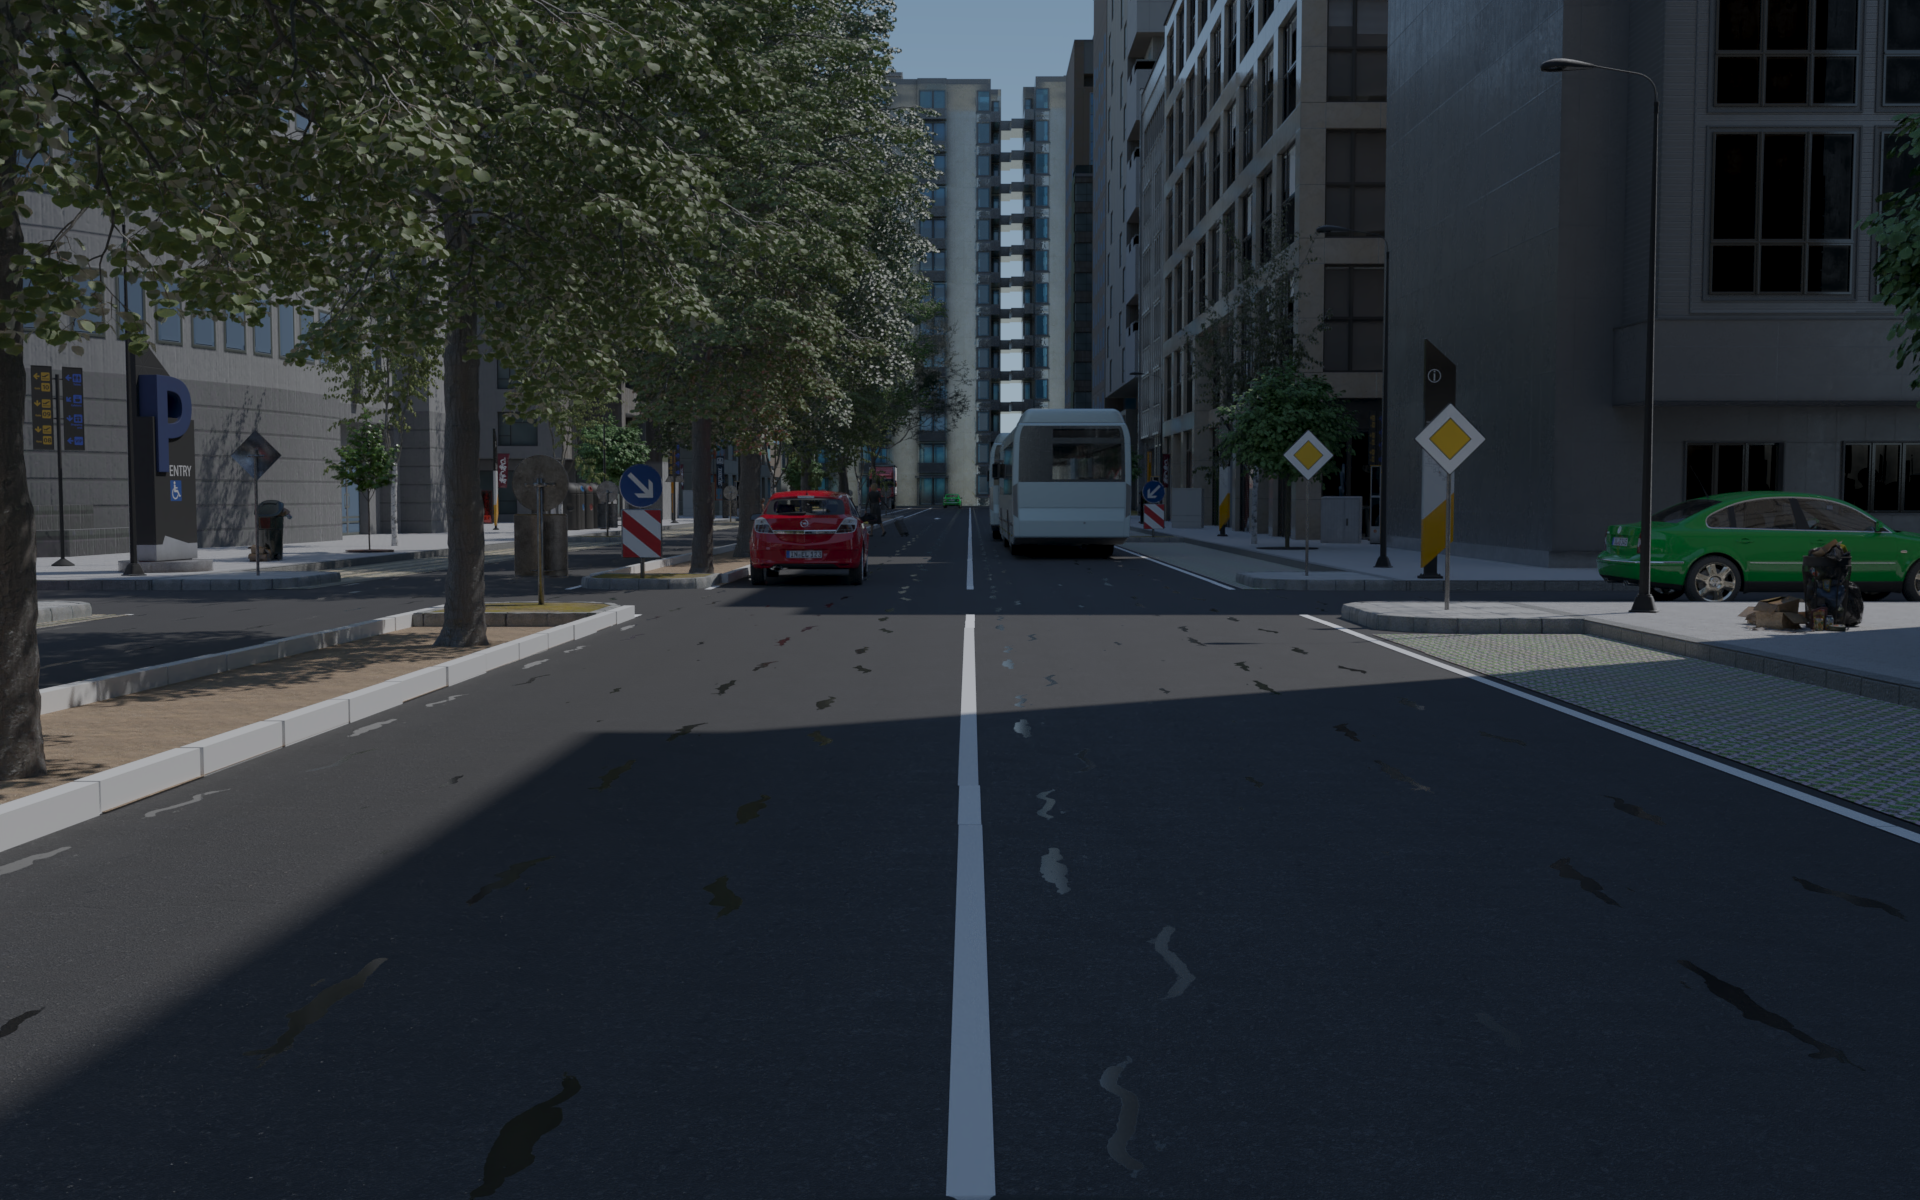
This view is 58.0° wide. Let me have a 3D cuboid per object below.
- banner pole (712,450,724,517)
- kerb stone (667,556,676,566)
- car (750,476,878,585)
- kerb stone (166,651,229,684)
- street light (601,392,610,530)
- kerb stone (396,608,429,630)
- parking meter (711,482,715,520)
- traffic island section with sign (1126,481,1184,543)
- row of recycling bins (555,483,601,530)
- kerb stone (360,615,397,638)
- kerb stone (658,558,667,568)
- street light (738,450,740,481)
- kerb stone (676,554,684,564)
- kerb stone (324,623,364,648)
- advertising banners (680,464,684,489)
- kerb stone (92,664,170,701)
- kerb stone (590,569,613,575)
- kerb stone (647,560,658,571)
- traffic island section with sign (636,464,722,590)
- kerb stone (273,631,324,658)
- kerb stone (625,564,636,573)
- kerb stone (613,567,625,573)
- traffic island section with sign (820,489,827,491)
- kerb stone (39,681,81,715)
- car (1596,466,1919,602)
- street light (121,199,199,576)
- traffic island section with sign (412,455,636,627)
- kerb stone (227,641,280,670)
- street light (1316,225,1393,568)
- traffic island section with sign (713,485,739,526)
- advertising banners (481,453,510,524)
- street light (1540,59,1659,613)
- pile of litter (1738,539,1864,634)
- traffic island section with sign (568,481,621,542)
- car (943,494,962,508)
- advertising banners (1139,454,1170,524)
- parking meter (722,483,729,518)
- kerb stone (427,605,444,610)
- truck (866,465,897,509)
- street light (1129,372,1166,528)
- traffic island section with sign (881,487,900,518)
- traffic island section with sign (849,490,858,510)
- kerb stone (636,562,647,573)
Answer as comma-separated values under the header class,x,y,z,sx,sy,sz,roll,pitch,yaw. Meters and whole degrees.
class,x,y,z,sx,sy,sz,roll,pitch,yaw
banner pole,-13.867,-6.667,99.021,0.863,3.779,0.401,0,4,-8
kerb stone,-5.844,-0.748,34.440,0.120,0.150,1.000,0,4,0
car,-2.454,-1.208,28.790,2.155,1.783,4.494,0,4,-2
kerb stone,-5.967,0.540,13.432,0.120,0.150,1.000,0,4,0
street light,-12.330,-5.513,62.681,1.470,5.913,1.316,0,4,0
kerb stone,-5.933,0.223,18.544,0.120,0.150,1.000,0,4,0
parking meter,-12.447,-4.935,86.405,0.399,1.863,0.255,3,5,43
traffic island section with sign,5.604,-2.640,51.786,1.989,1.847,2.006,0,4,0
row of recycling bins,-13.830,-3.396,62.643,1.069,1.692,3.534,0,4,5
kerb stone,-5.944,0.289,17.523,0.120,0.150,1.000,0,4,0
kerb stone,-5.855,-0.686,33.418,0.120,0.150,1.000,0,4,0
street light,-12.100,-7.741,99.105,1.470,5.913,1.316,0,4,0
kerb stone,-5.837,-0.811,35.462,0.120,0.150,1.000,0,4,0
kerb stone,-5.944,0.355,16.501,0.120,0.150,1.000,0,4,0
advertising banners,-15.833,-6.370,100.336,0.090,3.025,2.074,-2,4,-28
kerb stone,-5.972,0.599,12.410,0.120,0.150,1.000,0,4,0
kerb stone,-5.877,-0.374,28.303,0.120,0.150,1.000,0,4,0
kerb stone,-5.852,-0.624,32.395,0.120,0.150,1.000,0,4,0
traffic island section with sign,-4.823,-1.148,26.909,2.006,1.907,1.989,0,4,0
kerb stone,-5.954,0.411,15.479,0.120,0.150,1.000,0,4,0
kerb stone,-5.876,-0.496,30.350,0.120,0.150,1.000,0,4,0
kerb stone,-5.876,-0.431,29.328,0.120,0.150,1.000,0,4,0
traffic island section with sign,-10.157,-7.368,129.102,1.989,1.847,2.006,0,4,0
kerb stone,-5.982,0.663,11.372,0.120,0.150,1.000,0,4,0
car,10.784,-0.834,22.436,4.718,1.807,1.959,0,4,1
street light,-12.452,-3.334,27.053,1.470,5.913,1.316,0,4,0
traffic island section with sign,-4.876,-0.695,19.502,2.006,1.907,1.989,0,4,0
kerb stone,-5.957,0.482,14.454,0.120,0.150,1.000,0,4,0
street light,6.858,-3.521,30.114,1.470,5.913,1.316,0,4,0
traffic island section with sign,-10.452,-4.299,78.923,1.989,1.847,2.006,0,4,0
advertising banners,-20.297,-4.768,74.143,2.074,3.025,0.090,0,4,-1
street light,6.895,-2.821,18.660,1.470,5.913,1.316,0,4,0
pile of litter,8.075,-0.167,16.696,1.719,0.858,1.176,-3,4,-36
traffic island section with sign,-10.613,-2.646,51.890,1.989,1.847,2.006,0,4,0
car,-0.739,-10.082,173.638,1.959,1.807,4.718,0,4,2
advertising banners,8.381,-4.788,74.474,2.074,3.025,0.090,-3,5,-44
parking meter,-12.397,-5.248,91.521,0.255,1.863,0.399,1,4,8
kerb stone,-5.936,0.161,19.578,0.120,0.150,1.000,0,4,0
truck,-7.470,-10.955,168.024,2.839,4.237,11.283,0,4,-1
street light,7.136,-5.714,65.972,1.470,5.913,1.316,0,4,0
traffic island section with sign,-4.394,-5.744,102.046,2.006,1.907,1.989,0,4,0
traffic island section with sign,-9.999,-9.086,157.190,1.989,1.847,2.006,0,4,0
kerb stone,-5.861,-0.561,31.372,0.120,0.150,1.000,0,4,0
